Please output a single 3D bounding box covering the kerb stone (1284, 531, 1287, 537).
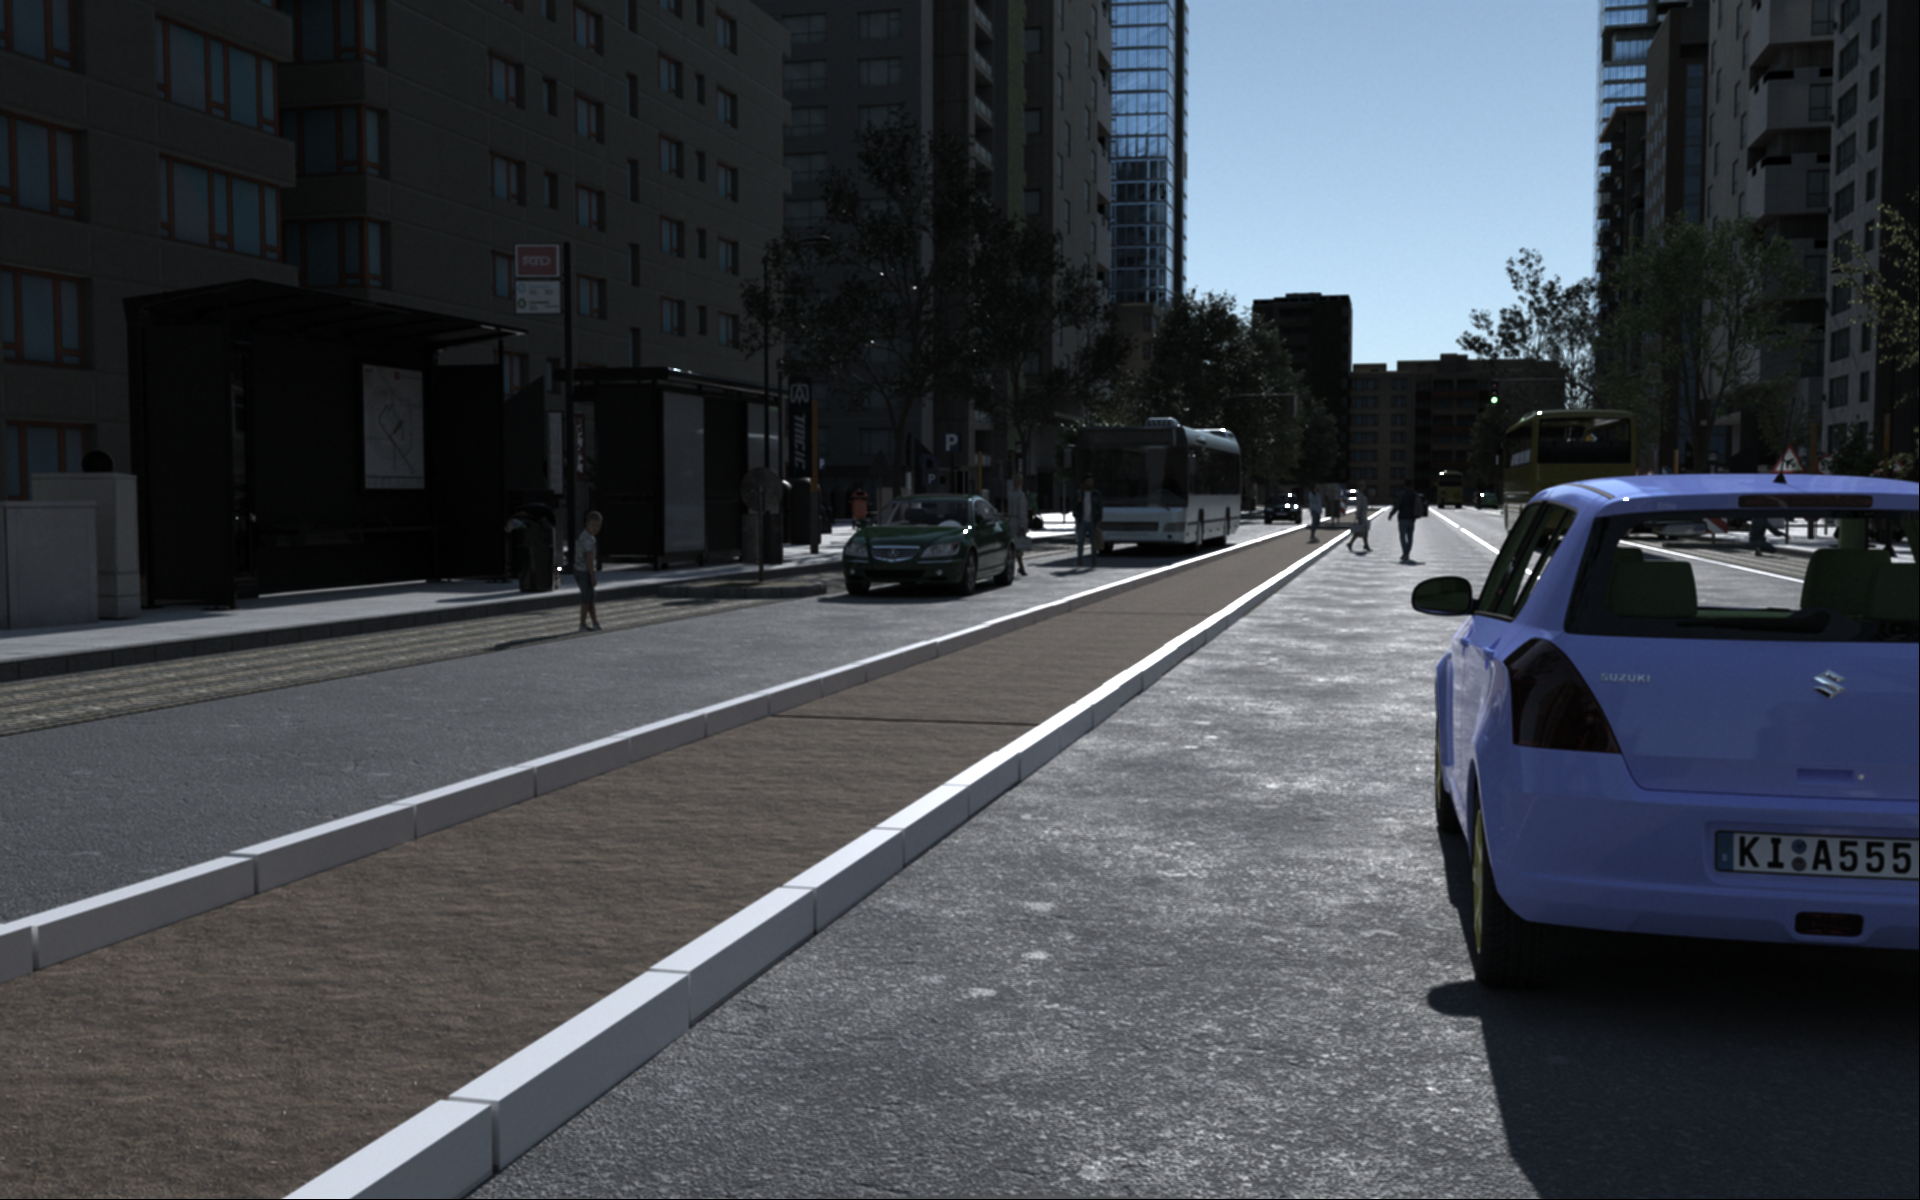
[{"bbox_3d":[10.618,-2.145,57.269,0.120,0.150,1.000,1,4,14],"label":"kerb stone"}]

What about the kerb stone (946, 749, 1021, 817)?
[{"bbox_3d":[0.108,0.860,8.131,0.120,0.150,1.000,1,4,14],"label":"kerb stone"}]

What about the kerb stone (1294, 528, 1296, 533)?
[{"bbox_3d":[11.900,-2.449,62.236,0.120,0.150,1.000,1,4,14],"label":"kerb stone"}]

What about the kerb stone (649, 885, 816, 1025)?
[{"bbox_3d":[-0.659,1.042,5.155,0.120,0.150,1.000,1,4,14],"label":"kerb stone"}]

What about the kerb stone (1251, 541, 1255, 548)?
[{"bbox_3d":[7.552,-1.417,45.370,0.120,0.150,1.000,1,4,14],"label":"kerb stone"}]

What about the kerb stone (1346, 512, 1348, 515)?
[{"bbox_3d":[25.360,-5.637,114.381,0.120,0.150,1.000,1,4,14],"label":"kerb stone"}]

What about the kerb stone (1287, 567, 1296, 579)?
[{"bbox_3d":[5.489,-0.407,28.964,0.120,0.150,1.000,1,4,14],"label":"kerb stone"}]

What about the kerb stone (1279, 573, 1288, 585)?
[{"bbox_3d":[4.978,-0.291,26.984,0.120,0.150,1.000,1,4,14],"label":"kerb stone"}]

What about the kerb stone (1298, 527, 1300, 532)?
[{"bbox_3d":[12.414,-2.570,64.216,0.120,0.150,1.000,1,4,14],"label":"kerb stone"}]

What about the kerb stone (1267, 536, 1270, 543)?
[{"bbox_3d":[8.833,-1.721,50.330,0.120,0.150,1.000,1,4,14],"label":"kerb stone"}]

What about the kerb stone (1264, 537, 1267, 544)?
[{"bbox_3d":[8.571,-1.660,49.339,0.120,0.150,1.000,1,4,14],"label":"kerb stone"}]

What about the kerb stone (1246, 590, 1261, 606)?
[{"bbox_3d":[3.695,0.010,22.030,0.120,0.150,1.000,1,4,14],"label":"kerb stone"}]

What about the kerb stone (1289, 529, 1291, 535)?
[{"bbox_3d":[11.133,-2.267,59.254,0.120,0.150,1.000,1,4,14],"label":"kerb stone"}]

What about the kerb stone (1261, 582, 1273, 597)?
[{"bbox_3d":[4.210,-0.110,24.009,0.120,0.150,1.000,1,4,14],"label":"kerb stone"}]

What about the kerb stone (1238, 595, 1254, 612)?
[{"bbox_3d":[3.438,0.071,21.029,0.120,0.150,1.000,1,4,14],"label":"kerb stone"}]

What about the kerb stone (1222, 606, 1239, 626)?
[{"bbox_3d":[2.934,0.196,19.041,0.120,0.150,1.000,1,4,14],"label":"kerb stone"}]

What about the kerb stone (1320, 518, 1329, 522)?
[{"bbox_3d":[18.436,-4.000,87.597,0.120,0.150,1.000,1,4,14],"label":"kerb stone"}]

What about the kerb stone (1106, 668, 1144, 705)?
[{"bbox_3d":[1.135,0.618,12.098,0.120,0.150,1.000,1,4,14],"label":"kerb stone"}]

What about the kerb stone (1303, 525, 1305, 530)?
[{"bbox_3d":[13.180,-2.747,67.192,0.120,0.150,1.000,1,4,14],"label":"kerb stone"}]

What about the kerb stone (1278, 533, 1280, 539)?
[{"bbox_3d":[9.850,-1.963,54.298,0.120,0.150,1.000,1,4,14],"label":"kerb stone"}]

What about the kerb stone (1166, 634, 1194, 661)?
[{"bbox_3d":[1.898,0.435,15.083,0.120,0.150,1.000,1,4,14],"label":"kerb stone"}]

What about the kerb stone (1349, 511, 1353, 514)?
[{"bbox_3d":[28.426,-6.366,126.280,0.120,0.150,1.000,1,4,14],"label":"kerb stone"}]

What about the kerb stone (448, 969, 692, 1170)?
[{"bbox_3d":[-0.907,1.103,4.162,0.120,0.150,1.000,1,4,14],"label":"kerb stone"}]

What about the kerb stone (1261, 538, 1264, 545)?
[{"bbox_3d":[8.321,-1.587,48.344,0.120,0.150,1.000,1,4,14],"label":"kerb stone"}]

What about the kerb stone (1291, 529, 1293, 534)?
[{"bbox_3d":[11.387,-2.318,60.250,0.120,0.150,1.000,1,4,14],"label":"kerb stone"}]

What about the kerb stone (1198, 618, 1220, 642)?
[{"bbox_3d":[2.421,0.314,17.059,0.120,0.150,1.000,1,4,14],"label":"kerb stone"}]

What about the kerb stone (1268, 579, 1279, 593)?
[{"bbox_3d":[4.467,-0.171,24.998,0.120,0.150,1.000,1,4,14],"label":"kerb stone"}]

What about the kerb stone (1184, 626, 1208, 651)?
[{"bbox_3d":[2.159,0.375,16.071,0.120,0.150,1.000,1,4,14],"label":"kerb stone"}]

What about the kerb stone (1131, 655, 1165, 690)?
[{"bbox_3d":[1.398,0.557,13.086,0.120,0.150,1.000,1,4,14],"label":"kerb stone"}]

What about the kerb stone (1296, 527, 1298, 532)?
[{"bbox_3d":[12.161,-2.509,63.225,0.120,0.150,1.000,1,4,14],"label":"kerb stone"}]

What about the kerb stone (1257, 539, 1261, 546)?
[{"bbox_3d":[8.054,-1.537,47.357,0.120,0.150,1.000,1,4,14],"label":"kerb stone"}]

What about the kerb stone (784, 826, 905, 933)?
[{"bbox_3d":[-0.401,0.982,6.144,0.120,0.150,1.000,1,4,14],"label":"kerb stone"}]

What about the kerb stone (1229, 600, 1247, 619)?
[{"bbox_3d":[3.186,0.132,20.032,0.120,0.150,1.000,1,4,14],"label":"kerb stone"}]

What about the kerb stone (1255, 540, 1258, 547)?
[{"bbox_3d":[7.802,-1.478,46.362,0.120,0.150,1.000,1,4,14],"label":"kerb stone"}]

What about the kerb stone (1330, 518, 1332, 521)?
[{"bbox_3d":[19.220,-4.181,90.566,0.120,0.150,1.000,1,4,14],"label":"kerb stone"}]

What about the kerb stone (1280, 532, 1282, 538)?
[{"bbox_3d":[10.109,-2.022,55.287,0.120,0.150,1.000,1,4,14],"label":"kerb stone"}]

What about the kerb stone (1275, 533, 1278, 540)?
[{"bbox_3d":[9.598,-1.903,53.305,0.120,0.150,1.000,1,4,14],"label":"kerb stone"}]

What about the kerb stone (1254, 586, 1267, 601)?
[{"bbox_3d":[3.950,-0.050,23.020,0.120,0.150,1.000,1,4,14],"label":"kerb stone"}]

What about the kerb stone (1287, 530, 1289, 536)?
[{"bbox_3d":[10.879,-2.206,58.257,0.120,0.150,1.000,1,4,14],"label":"kerb stone"}]

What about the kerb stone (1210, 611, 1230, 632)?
[{"bbox_3d":[2.673,0.253,18.052,0.120,0.150,1.000,1,4,14],"label":"kerb stone"}]

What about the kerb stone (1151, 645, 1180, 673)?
[{"bbox_3d":[1.644,0.501,14.078,0.120,0.150,1.000,1,4,14],"label":"kerb stone"}]

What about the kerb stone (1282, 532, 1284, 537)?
[{"bbox_3d":[10.361,-2.085,56.277,0.120,0.150,1.000,1,4,14],"label":"kerb stone"}]

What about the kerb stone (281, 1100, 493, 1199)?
[{"bbox_3d":[-1.167,1.163,3.174,0.120,0.150,1.000,1,4,14],"label":"kerb stone"}]

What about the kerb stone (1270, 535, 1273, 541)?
[{"bbox_3d":[9.090,-1.779,51.319,0.120,0.150,1.000,1,4,14],"label":"kerb stone"}]

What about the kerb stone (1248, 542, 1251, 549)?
[{"bbox_3d":[7.299,-1.357,44.379,0.120,0.150,1.000,1,4,14],"label":"kerb stone"}]

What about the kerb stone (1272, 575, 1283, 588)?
[{"bbox_3d":[4.719,-0.232,25.995,0.120,0.150,1.000,1,4,14],"label":"kerb stone"}]

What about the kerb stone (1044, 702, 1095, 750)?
[{"bbox_3d":[0.624,0.743,10.114,0.120,0.150,1.000,1,4,14],"label":"kerb stone"}]

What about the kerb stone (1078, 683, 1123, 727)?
[{"bbox_3d":[0.887,0.681,11.107,0.120,0.150,1.000,1,4,14],"label":"kerb stone"}]

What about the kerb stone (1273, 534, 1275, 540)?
[{"bbox_3d":[9.338,-1.842,52.311,0.120,0.150,1.000,1,4,14],"label":"kerb stone"}]

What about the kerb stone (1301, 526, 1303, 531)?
[{"bbox_3d":[12.927,-2.688,66.201,0.120,0.150,1.000,1,4,14],"label":"kerb stone"}]

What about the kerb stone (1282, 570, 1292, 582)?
[{"bbox_3d":[5.232,-0.353,27.974,0.120,0.150,1.000,1,4,14],"label":"kerb stone"}]

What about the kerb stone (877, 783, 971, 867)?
[{"bbox_3d":[-0.146,0.921,7.141,0.120,0.150,1.000,1,4,14],"label":"kerb stone"}]

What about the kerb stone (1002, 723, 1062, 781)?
[{"bbox_3d":[0.370,0.802,9.119,0.120,0.150,1.000,1,4,14],"label":"kerb stone"}]
